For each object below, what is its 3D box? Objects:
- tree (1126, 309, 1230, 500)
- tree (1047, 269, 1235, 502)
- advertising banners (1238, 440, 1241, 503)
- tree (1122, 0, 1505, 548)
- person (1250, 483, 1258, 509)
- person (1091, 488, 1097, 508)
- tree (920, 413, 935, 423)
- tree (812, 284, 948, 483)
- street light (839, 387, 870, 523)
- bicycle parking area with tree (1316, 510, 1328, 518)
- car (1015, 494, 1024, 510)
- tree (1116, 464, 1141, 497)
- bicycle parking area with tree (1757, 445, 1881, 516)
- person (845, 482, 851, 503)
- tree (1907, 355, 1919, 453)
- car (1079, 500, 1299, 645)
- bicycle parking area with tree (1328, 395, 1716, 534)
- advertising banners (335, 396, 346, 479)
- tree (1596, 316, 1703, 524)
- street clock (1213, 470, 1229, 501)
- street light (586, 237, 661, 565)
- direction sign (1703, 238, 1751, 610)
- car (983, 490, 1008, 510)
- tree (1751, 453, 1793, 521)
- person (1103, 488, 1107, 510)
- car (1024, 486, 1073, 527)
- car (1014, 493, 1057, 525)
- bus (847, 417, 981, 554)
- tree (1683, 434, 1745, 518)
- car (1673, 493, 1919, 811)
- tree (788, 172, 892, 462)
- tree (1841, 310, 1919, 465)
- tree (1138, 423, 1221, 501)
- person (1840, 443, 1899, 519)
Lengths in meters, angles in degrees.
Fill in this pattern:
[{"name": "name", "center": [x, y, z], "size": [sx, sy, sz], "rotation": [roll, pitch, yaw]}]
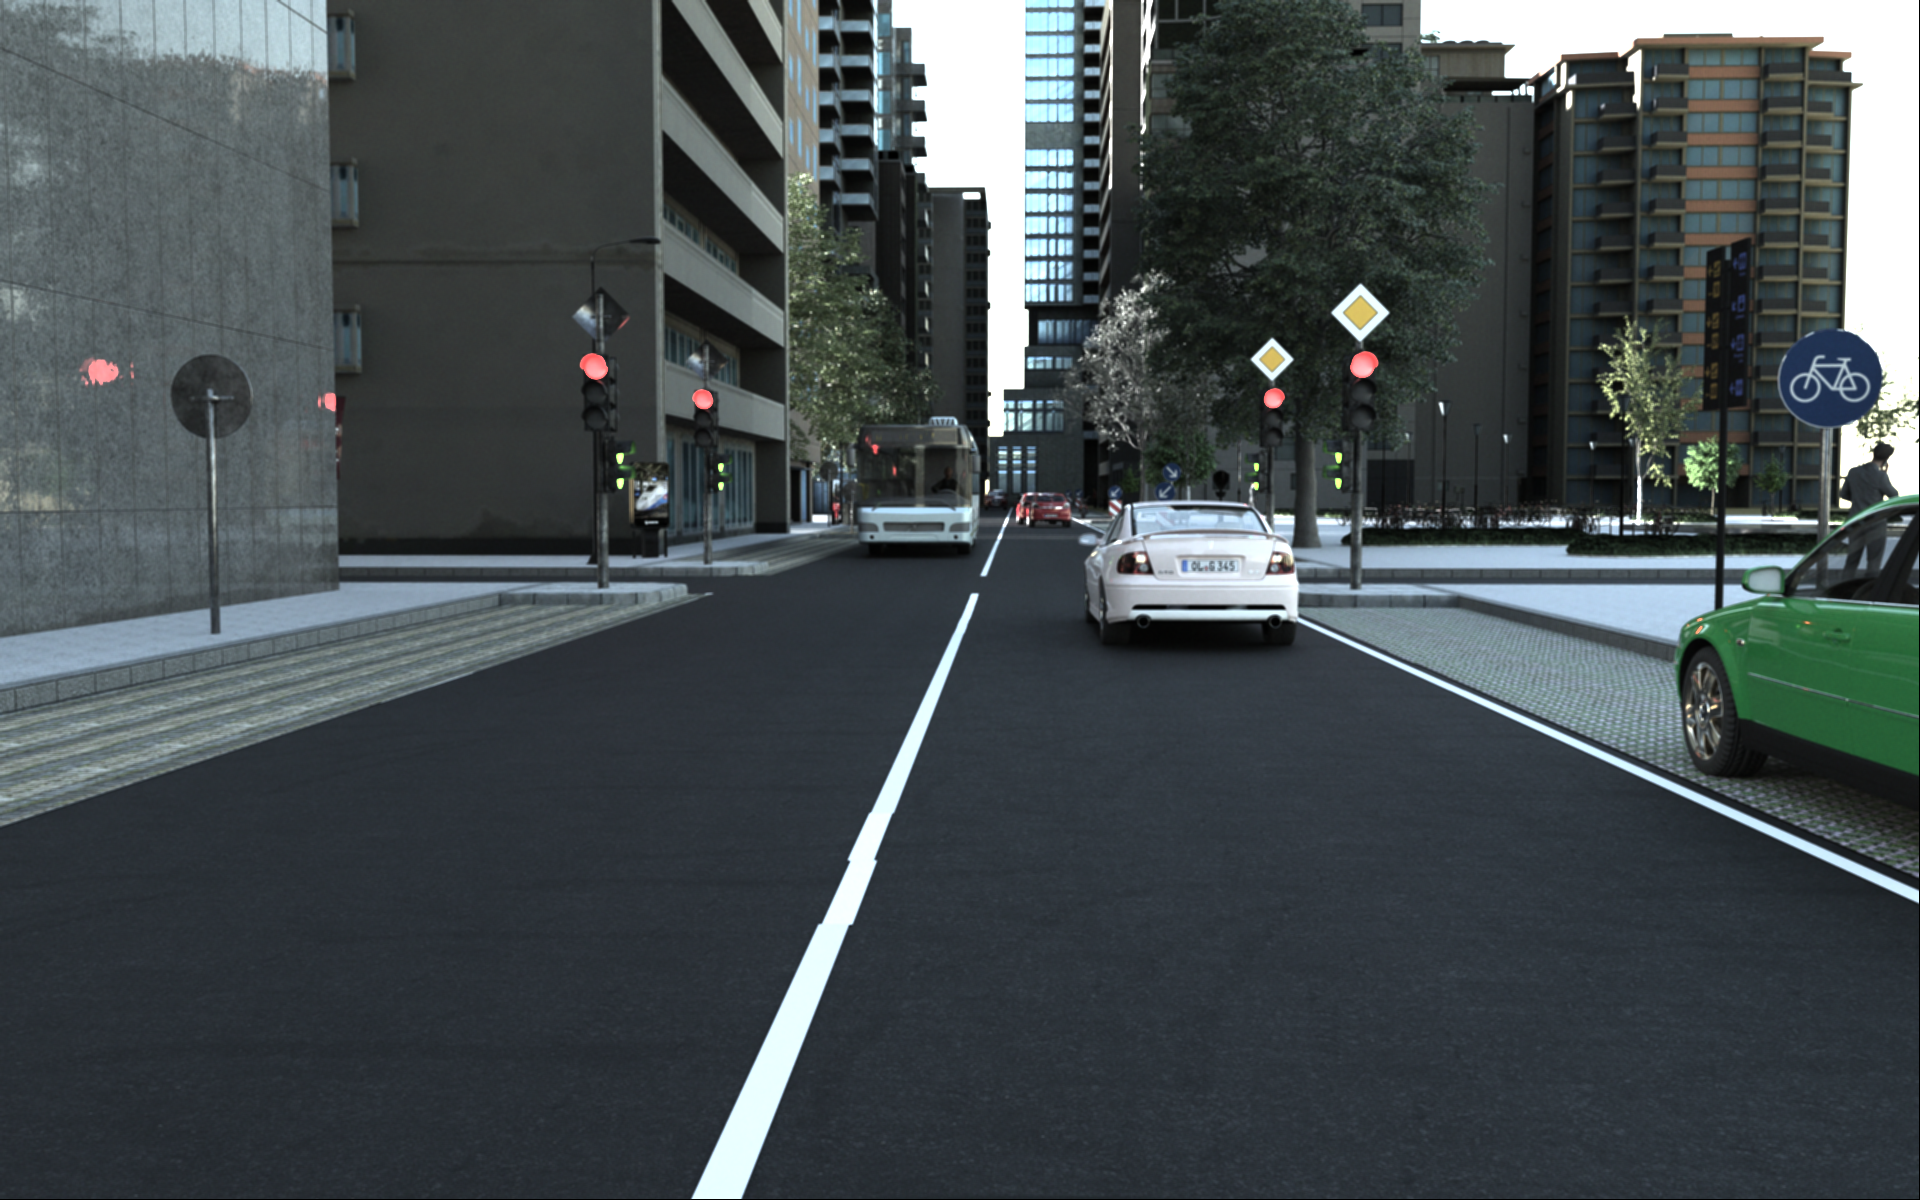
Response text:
[{"name": "tree", "center": [8.651, -7.142, 67.138], "size": [4.360, 8.622, 3.978], "rotation": [0, 3, 0]}, {"name": "tree", "center": [9.938, -11.156, 92.769], "size": [12.009, 13.543, 11.850], "rotation": [0, 3, 0]}, {"name": "advertising banners", "center": [7.950, -3.250, 49.333], "size": [0.090, 3.025, 2.074], "rotation": [1, 4, 9]}, {"name": "tree", "center": [8.297, -8.217, 41.011], "size": [9.857, 13.997, 8.962], "rotation": [0, 3, 0]}, {"name": "person", "center": [14.292, -4.809, 84.026], "size": [0.474, 1.900, 0.648], "rotation": [0, 4, -7]}, {"name": "person", "center": [12.046, -9.103, 154.842], "size": [0.705, 1.831, 1.348], "rotation": [-1, 4, -14]}, {"name": "tree", "center": [-3.160, -12.545, 155.469], "size": [4.360, 8.622, 3.978], "rotation": [0, 3, 0]}, {"name": "tree", "center": [-5.380, -10.797, 93.545], "size": [9.611, 12.733, 9.660], "rotation": [0, 3, 0]}, {"name": "street light", "center": [-4.637, -6.303, 75.592], "size": [1.470, 5.913, 1.316], "rotation": [0, 4, 2]}, {"name": "bicycle parking area with tree", "center": [18.946, -5.038, 69.366], "size": [8.231, 4.147, 9.016], "rotation": [-1, 4, -18]}, {"name": "car", "center": [5.810, -8.670, 151.538], "size": [2.009, 1.686, 4.222], "rotation": [0, 4, 3]}, {"name": "tree", "center": [10.784, -7.032, 109.579], "size": [1.663, 3.219, 1.824], "rotation": [0, 3, 0]}, {"name": "bicycle parking area with tree", "center": [50.746, -6.976, 101.056], "size": [8.231, 4.147, 9.016], "rotation": [3, 5, 39]}, {"name": "person", "center": [-4.830, -4.160, 74.241], "size": [0.526, 1.800, 0.537], "rotation": [2, 4, 24]}, {"name": "tree", "center": [8.094, -1.121, 12.935], "size": [1.663, 3.219, 1.824], "rotation": [0, 3, 0]}, {"name": "car", "center": [2.291, -0.337, 17.868], "size": [2.083, 1.381, 4.827], "rotation": [0, 4, 1]}, {"name": "bicycle parking area with tree", "center": [17.143, -3.961, 51.759], "size": [8.231, 4.147, 9.016], "rotation": [3, 5, 45]}, {"name": "advertising banners", "center": [-12.043, -2.135, 31.091], "size": [2.074, 3.025, 0.090], "rotation": [0, 4, -1]}, {"name": "tree", "center": [28.397, -7.412, 71.548], "size": [4.737, 8.622, 4.395], "rotation": [0, 3, 0]}, {"name": "street clock", "center": [8.019, -2.978, 53.266], "size": [0.471, 2.002, 0.358], "rotation": [0, 4, 4]}, {"name": "street light", "center": [-6.098, -3.602, 31.438], "size": [1.470, 5.913, 1.316], "rotation": [0, 4, 2]}, {"name": "direction sign", "center": [6.970, -1.457, 15.814], "size": [0.379, 3.537, 0.876], "rotation": [0, 4, 1]}, {"name": "car", "center": [3.244, -9.075, 157.055], "size": [2.281, 1.827, 5.304], "rotation": [0, 4, 1]}, {"name": "tree", "center": [38.271, -5.334, 81.808], "size": [1.663, 3.219, 1.824], "rotation": [0, 3, 0]}, {"name": "person", "center": [11.620, -8.128, 139.070], "size": [0.705, 1.807, 1.348], "rotation": [0, 4, -1]}, {"name": "car", "center": [3.894, -4.096, 76.012], "size": [2.155, 1.783, 4.494], "rotation": [0, 4, 0]}, {"name": "car", "center": [3.665, -4.519, 82.919], "size": [2.155, 1.783, 4.494], "rotation": [0, 3, 0]}, {"name": "bus", "center": [-0.882, -3.007, 44.023], "size": [2.948, 3.499, 13.247], "rotation": [0, 4, 1]}, {"name": "tree", "center": [41.238, -6.800, 94.892], "size": [4.285, 4.588, 4.351], "rotation": [0, 3, 0]}, {"name": "car", "center": [4.569, 0.089, 7.343], "size": [1.959, 1.807, 4.718], "rotation": [0, 4, 3]}, {"name": "tree", "center": [-6.271, -8.735, 60.938], "size": [7.486, 12.596, 7.792], "rotation": [0, 3, 0]}, {"name": "tree", "center": [36.701, -7.302, 69.747], "size": [4.737, 8.622, 4.395], "rotation": [0, 3, 0]}, {"name": "tree", "center": [9.337, -5.486, 73.414], "size": [4.285, 4.588, 4.351], "rotation": [0, 3, 0]}, {"name": "person", "center": [10.092, -0.819, 19.236], "size": [0.447, 1.846, 0.655], "rotation": [-2, 4, -28]}]
